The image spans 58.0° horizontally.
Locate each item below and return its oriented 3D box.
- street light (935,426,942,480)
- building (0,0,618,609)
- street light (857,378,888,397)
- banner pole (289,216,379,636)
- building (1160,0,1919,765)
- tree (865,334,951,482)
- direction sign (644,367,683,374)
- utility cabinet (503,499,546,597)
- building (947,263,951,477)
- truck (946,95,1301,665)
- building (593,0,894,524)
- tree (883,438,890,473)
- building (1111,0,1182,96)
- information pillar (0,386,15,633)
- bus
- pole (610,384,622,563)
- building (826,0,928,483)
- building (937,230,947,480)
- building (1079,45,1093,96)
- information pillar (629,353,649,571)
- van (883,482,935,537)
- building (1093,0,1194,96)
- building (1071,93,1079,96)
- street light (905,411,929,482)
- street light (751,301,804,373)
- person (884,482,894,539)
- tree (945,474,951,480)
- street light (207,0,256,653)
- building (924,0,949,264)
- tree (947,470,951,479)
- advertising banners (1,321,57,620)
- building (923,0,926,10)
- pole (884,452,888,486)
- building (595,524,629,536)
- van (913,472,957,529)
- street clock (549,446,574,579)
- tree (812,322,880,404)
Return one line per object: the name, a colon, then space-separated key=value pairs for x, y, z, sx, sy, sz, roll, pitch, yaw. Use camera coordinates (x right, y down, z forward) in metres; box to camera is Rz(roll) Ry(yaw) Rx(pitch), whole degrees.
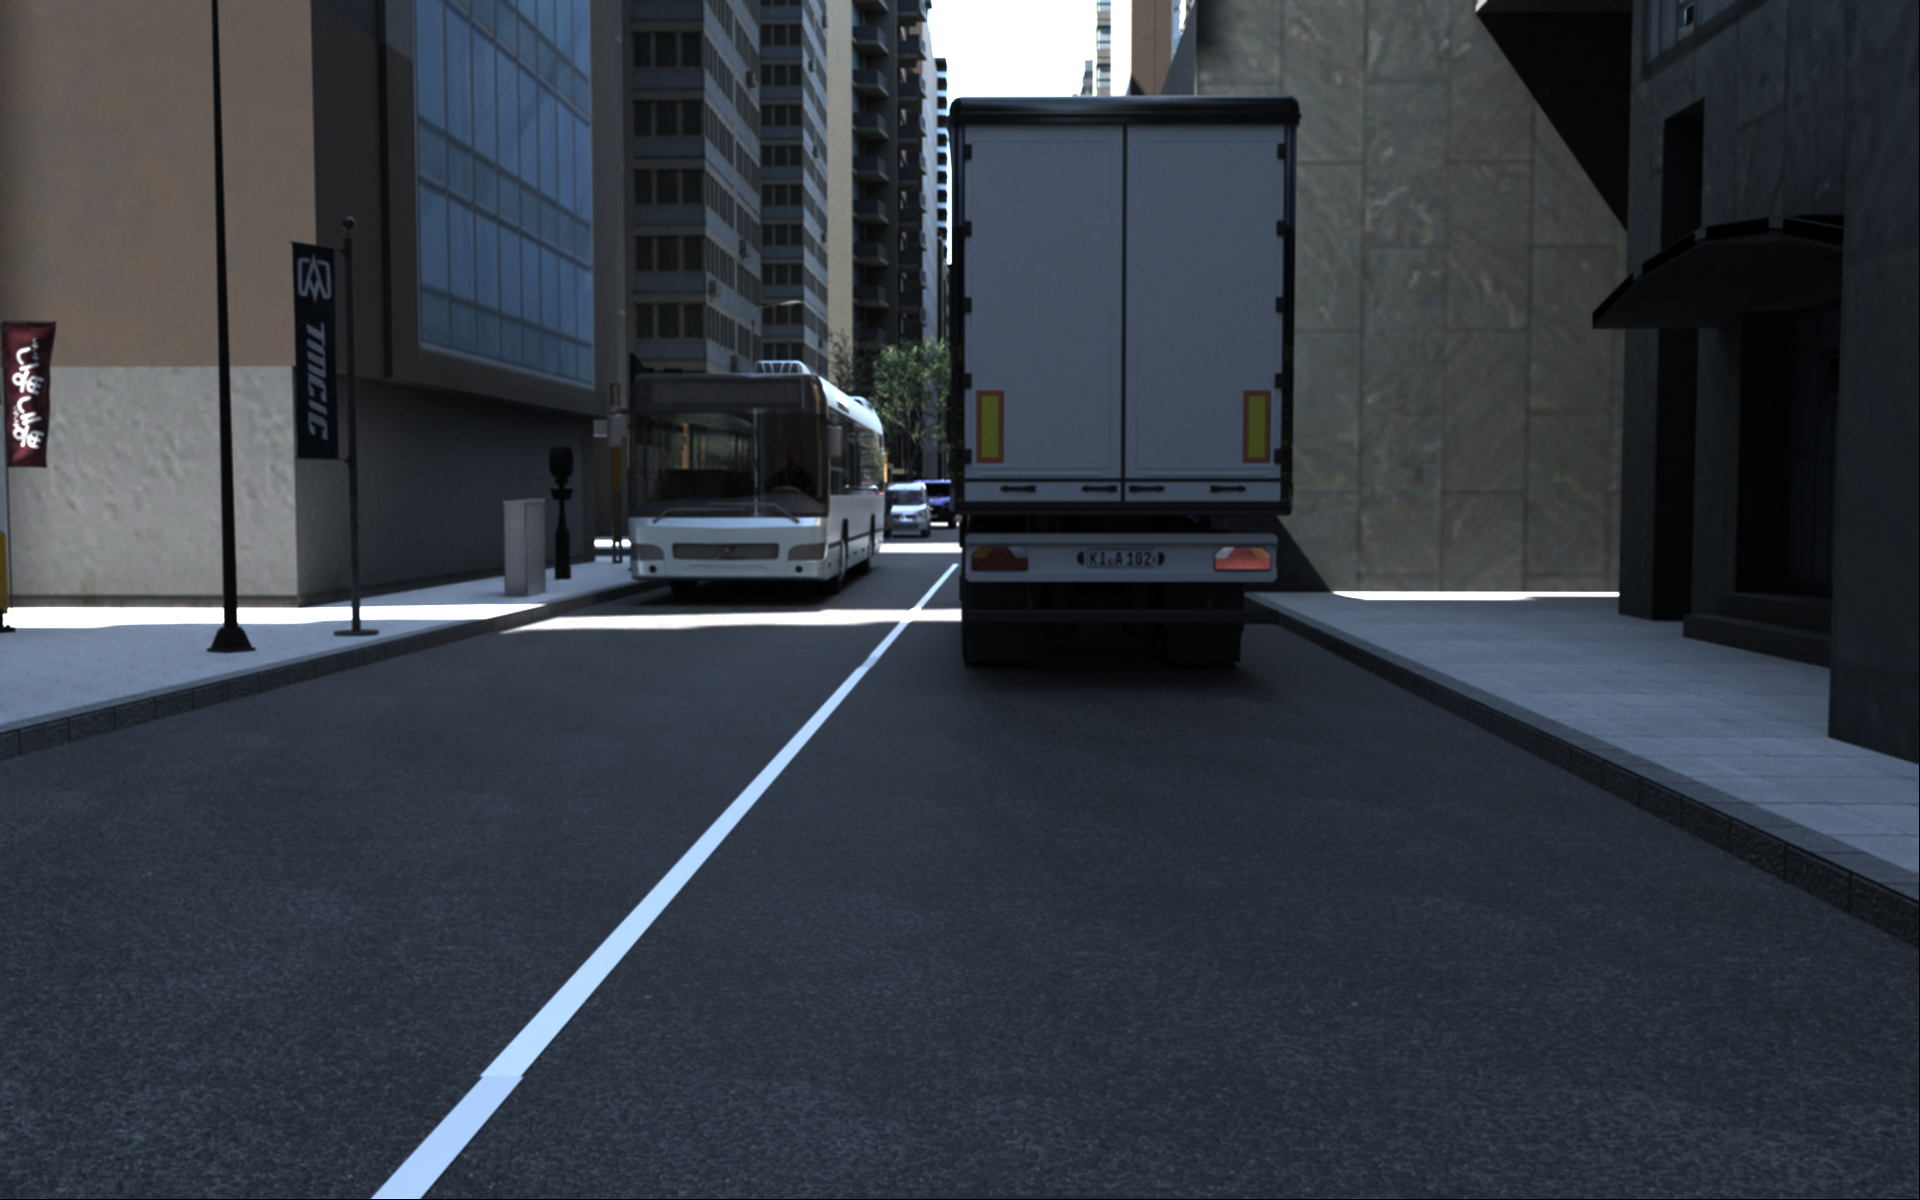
street light: x=-1.948 y=-8.954 z=118.945 sx=1.470 sy=5.913 sz=1.316 roll=0 pitch=4 yaw=2
building: x=-13.871 y=-22.949 z=25.320 sx=14.200 sy=45.320 sz=14.600 roll=0 pitch=4 yaw=2
street light: x=-3.569 y=-5.929 z=69.480 sx=1.470 sy=5.913 sz=1.316 roll=0 pitch=4 yaw=2
banner pole: x=-5.625 y=-1.559 z=15.514 sx=0.401 sy=3.779 sz=0.863 roll=2 pitch=4 yaw=28
building: x=14.019 y=-42.935 z=14.664 sx=22.319 sy=86.520 sz=31.000 roll=0 pitch=4 yaw=2
tree: x=-3.180 y=-11.431 z=112.644 sx=9.928 sy=11.665 sz=9.643 roll=0 pitch=3 yaw=0
direction sign: x=-5.400 y=-2.396 z=31.169 sx=0.876 sy=3.537 sz=0.379 roll=-2 pitch=4 yaw=-26
utility cabinet: x=-5.551 y=-0.668 z=22.081 sx=0.306 sy=1.237 sz=1.020 roll=0 pitch=4 yaw=0
building: x=-7.671 y=-26.746 z=208.993 sx=14.160 sy=30.474 sz=14.107 roll=0 pitch=4 yaw=2
truck: x=1.199 y=-1.768 z=17.826 sx=2.839 sy=4.237 sz=11.283 roll=0 pitch=4 yaw=0
building: x=-20.098 y=-24.581 z=93.773 sx=32.217 sy=40.220 sz=23.993 roll=0 pitch=4 yaw=2
tree: x=-4.872 y=-5.855 z=79.443 sx=4.285 sy=4.588 sz=4.351 roll=0 pitch=3 yaw=0
building: x=13.397 y=-25.675 z=69.900 sx=14.600 sy=45.320 sz=14.200 roll=0 pitch=4 yaw=2
information pillar: x=-8.997 y=-1.497 z=15.838 sx=0.183 sy=3.616 sz=0.504 roll=2 pitch=4 yaw=30
bus: x=-2.882 y=-2.006 z=27.659 sx=2.948 sy=3.499 sz=13.247 roll=0 pitch=4 yaw=1
pole: x=-6.369 y=-2.339 z=32.089 sx=0.158 sy=3.312 sz=0.155 roll=0 pitch=3 yaw=0
building: x=-13.925 y=-29.177 z=131.675 sx=22.147 sy=44.769 sz=28.867 roll=0 pitch=4 yaw=2
building: x=-9.023 y=-25.127 z=182.526 sx=14.160 sy=30.474 sz=14.107 roll=0 pitch=4 yaw=2
building: x=23.265 y=-33.972 z=175.055 sx=23.786 sy=49.044 sz=30.456 roll=0 pitch=4 yaw=2
information pillar: x=-5.328 y=-2.303 z=29.004 sx=0.183 sy=3.616 sz=0.504 roll=2 pitch=4 yaw=32
van: x=-1.852 y=-3.161 z=58.688 sx=2.013 sy=2.044 sz=4.112 roll=0 pitch=4 yaw=1
building: x=16.444 y=-26.930 z=123.893 sx=14.154 sy=41.232 sz=14.086 roll=0 pitch=4 yaw=2
building: x=24.542 y=-43.972 z=260.939 sx=21.231 sy=58.520 sz=28.212 roll=0 pitch=4 yaw=2
street light: x=-2.514 y=-7.629 z=97.274 sx=1.470 sy=5.913 sz=1.316 roll=0 pitch=4 yaw=2
street light: x=-4.463 y=-4.240 z=41.859 sx=1.470 sy=5.913 sz=1.316 roll=0 pitch=4 yaw=2
person: x=-2.362 y=-2.848 z=55.047 sx=0.794 sy=1.824 sz=0.713 roll=2 pitch=4 yaw=35
tree: x=-0.883 y=-10.446 z=165.399 sx=1.663 sy=3.219 sz=1.824 roll=0 pitch=3 yaw=0
street light: x=-5.422 y=-2.534 z=13.968 sx=1.470 sy=5.913 sz=1.316 roll=0 pitch=4 yaw=2
building: x=-11.136 y=-56.145 z=230.644 sx=22.319 sy=86.520 sz=31.000 roll=0 pitch=4 yaw=2
tree: x=0.027 y=-12.773 z=192.544 sx=4.285 sy=4.588 sz=4.351 roll=0 pitch=3 yaw=0
advertising banners: x=-10.183 y=-1.304 z=17.513 sx=2.074 sy=3.025 sz=0.090 roll=0 pitch=4 yaw=-6
building: x=-9.819 y=-30.759 z=153.025 sx=14.600 sy=45.320 sz=14.200 roll=0 pitch=4 yaw=2
pole: x=-3.607 y=-5.521 z=84.114 sx=0.158 sy=3.312 sz=0.155 roll=0 pitch=3 yaw=0
building: x=-19.733 y=-22.329 z=56.963 sx=32.217 sy=40.220 sz=23.993 roll=0 pitch=4 yaw=2
van: x=-1.121 y=-4.217 z=73.324 sx=2.240 sy=2.365 sz=5.245 roll=0 pitch=4 yaw=2
street clock: x=-6.011 y=-1.321 z=26.161 sx=0.358 sy=2.002 sz=0.471 roll=0 pitch=4 yaw=5
tree: x=-5.169 y=-7.583 z=74.350 sx=4.360 sy=8.622 sz=3.978 roll=0 pitch=3 yaw=0
